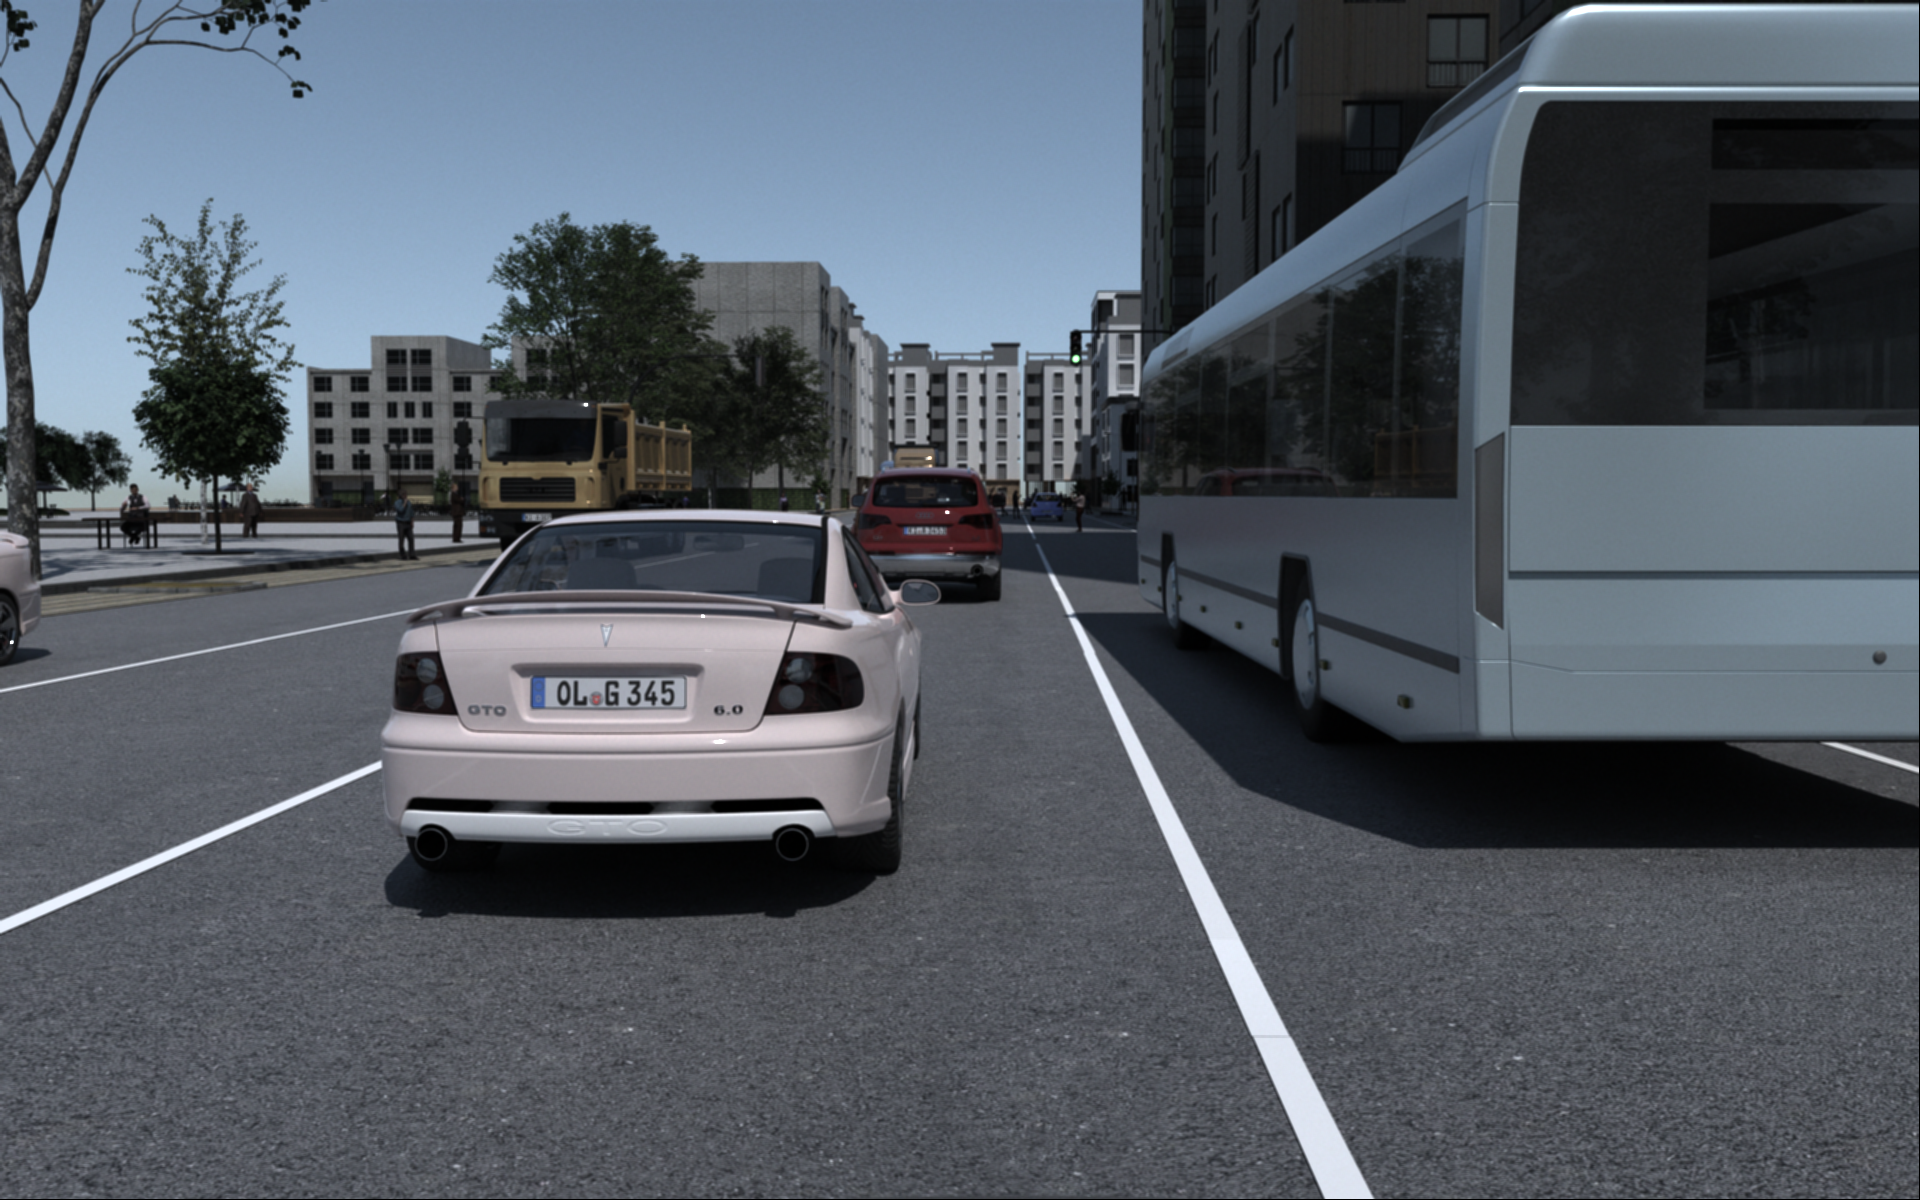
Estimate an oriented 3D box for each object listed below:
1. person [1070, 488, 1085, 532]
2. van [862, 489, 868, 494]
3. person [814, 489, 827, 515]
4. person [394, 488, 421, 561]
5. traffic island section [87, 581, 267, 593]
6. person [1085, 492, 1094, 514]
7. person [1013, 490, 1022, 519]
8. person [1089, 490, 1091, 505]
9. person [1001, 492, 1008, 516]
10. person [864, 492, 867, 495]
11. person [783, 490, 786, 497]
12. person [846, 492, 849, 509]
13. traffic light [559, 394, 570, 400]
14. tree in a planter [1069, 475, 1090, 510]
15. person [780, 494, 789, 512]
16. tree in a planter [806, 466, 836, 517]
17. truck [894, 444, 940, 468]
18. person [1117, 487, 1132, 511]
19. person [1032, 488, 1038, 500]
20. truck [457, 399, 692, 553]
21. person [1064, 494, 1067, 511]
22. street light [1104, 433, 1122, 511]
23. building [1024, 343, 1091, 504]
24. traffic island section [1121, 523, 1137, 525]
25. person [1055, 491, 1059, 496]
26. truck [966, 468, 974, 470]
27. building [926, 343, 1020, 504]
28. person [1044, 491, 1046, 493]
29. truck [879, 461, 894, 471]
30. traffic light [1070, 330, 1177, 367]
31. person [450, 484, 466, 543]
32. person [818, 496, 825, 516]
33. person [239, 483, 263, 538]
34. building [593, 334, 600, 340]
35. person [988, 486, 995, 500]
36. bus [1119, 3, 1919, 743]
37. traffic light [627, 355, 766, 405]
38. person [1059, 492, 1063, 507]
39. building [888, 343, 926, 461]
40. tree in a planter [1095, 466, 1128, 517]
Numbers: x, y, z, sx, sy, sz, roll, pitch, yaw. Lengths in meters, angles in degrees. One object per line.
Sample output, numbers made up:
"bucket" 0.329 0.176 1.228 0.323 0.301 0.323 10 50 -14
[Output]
"person" 4.481 -3.425 65.960 0.517 1.644 0.566 -1 4 -21
"van" -6.340 -7.213 124.946 2.013 2.044 4.112 0 4 0
"person" -7.878 -5.377 97.136 0.841 1.734 0.376 2 4 29
"person" -11.872 -1.615 37.119 0.499 1.552 0.429 -2 4 -29
"traffic island section" -11.506 -0.179 25.794 1.991 0.108 1.994 0 4 2
"person" 9.300 -7.015 125.069 0.662 1.594 0.647 -1 4 -20
"person" 3.316 -5.529 100.367 0.593 1.643 0.415 1 4 18
"person" 15.596 -12.342 208.365 0.750 1.759 0.617 -3 5 -42
"person" 2.838 -6.181 111.774 0.471 1.553 0.569 1 4 9
"person" -4.509 -4.516 84.544 0.590 1.554 0.614 2 4 29
"person" -13.097 -7.433 129.269 0.444 1.614 0.593 1 4 12
"person" -9.699 -8.594 149.813 0.557 1.426 1.065 1 4 9
"traffic light" -11.084 -3.652 48.624 0.839 4.253 0.868 0 4 2
"tree in a planter" 10.926 -9.824 157.839 1.991 3.239 1.994 0 4 2
"person" -9.126 -4.777 89.839 0.421 1.427 0.697 -1 4 -22
"tree in a planter" -8.916 -6.881 109.722 1.991 3.239 1.994 0 4 2
"truck" -2.483 -6.796 100.033 2.839 4.237 11.283 0 4 0
"person" 12.601 -7.757 133.004 1.348 1.807 0.705 -1 4 -22
"person" 4.858 -6.186 109.773 0.598 1.807 0.434 1 4 15
"truck" -8.195 -2.599 38.418 3.469 3.379 9.791 0 4 3
"person" 8.677 -8.057 143.485 0.557 1.426 1.065 -1 4 -18
"street light" 11.581 -9.695 131.058 1.470 5.913 1.316 0 4 2
"building" 13.962 -22.423 223.040 11.380 20.091 16.016 0 4 2
"traffic island section" 8.552 -3.547 80.851 1.991 0.108 1.994 0 4 2
"person" 11.358 -12.103 206.370 1.348 1.826 0.705 0 4 -8
"truck" 0.235 -12.328 190.478 2.839 4.237 11.283 0 4 2
"building" 2.020 -22.415 222.902 11.380 20.091 16.016 0 4 2
"person" 7.714 -9.062 157.335 0.621 1.740 0.551 0 4 -1
"truck" -4.708 -9.547 145.845 2.967 4.110 18.799 0 4 4
"traffic light" 5.415 -4.485 47.991 4.771 5.953 1.251 0 4 2
"person" -13.267 -2.293 45.806 0.388 1.546 0.482 -1 4 -9
"person" -6.391 -4.146 80.200 0.435 1.345 0.340 2 4 26
"person" -21.419 -2.652 52.412 0.434 1.755 0.990 1 4 21
"building" -31.393 -23.616 230.089 32.646 21.610 27.936 0 4 2
"person" 0.410 -1.705 37.186 0.742 1.727 0.445 1 4 12
"bus" 3.206 -1.118 13.147 2.948 3.499 13.247 0 4 0
"traffic light" -8.744 -5.010 56.576 4.771 5.953 1.251 0 4 2
"person" 11.146 -11.119 191.216 0.541 1.710 0.530 0 4 6
"building" -9.373 -22.479 223.954 11.380 20.091 16.016 0 4 2
"tree in a planter" 9.391 -6.756 107.686 1.991 3.239 1.994 0 4 2
